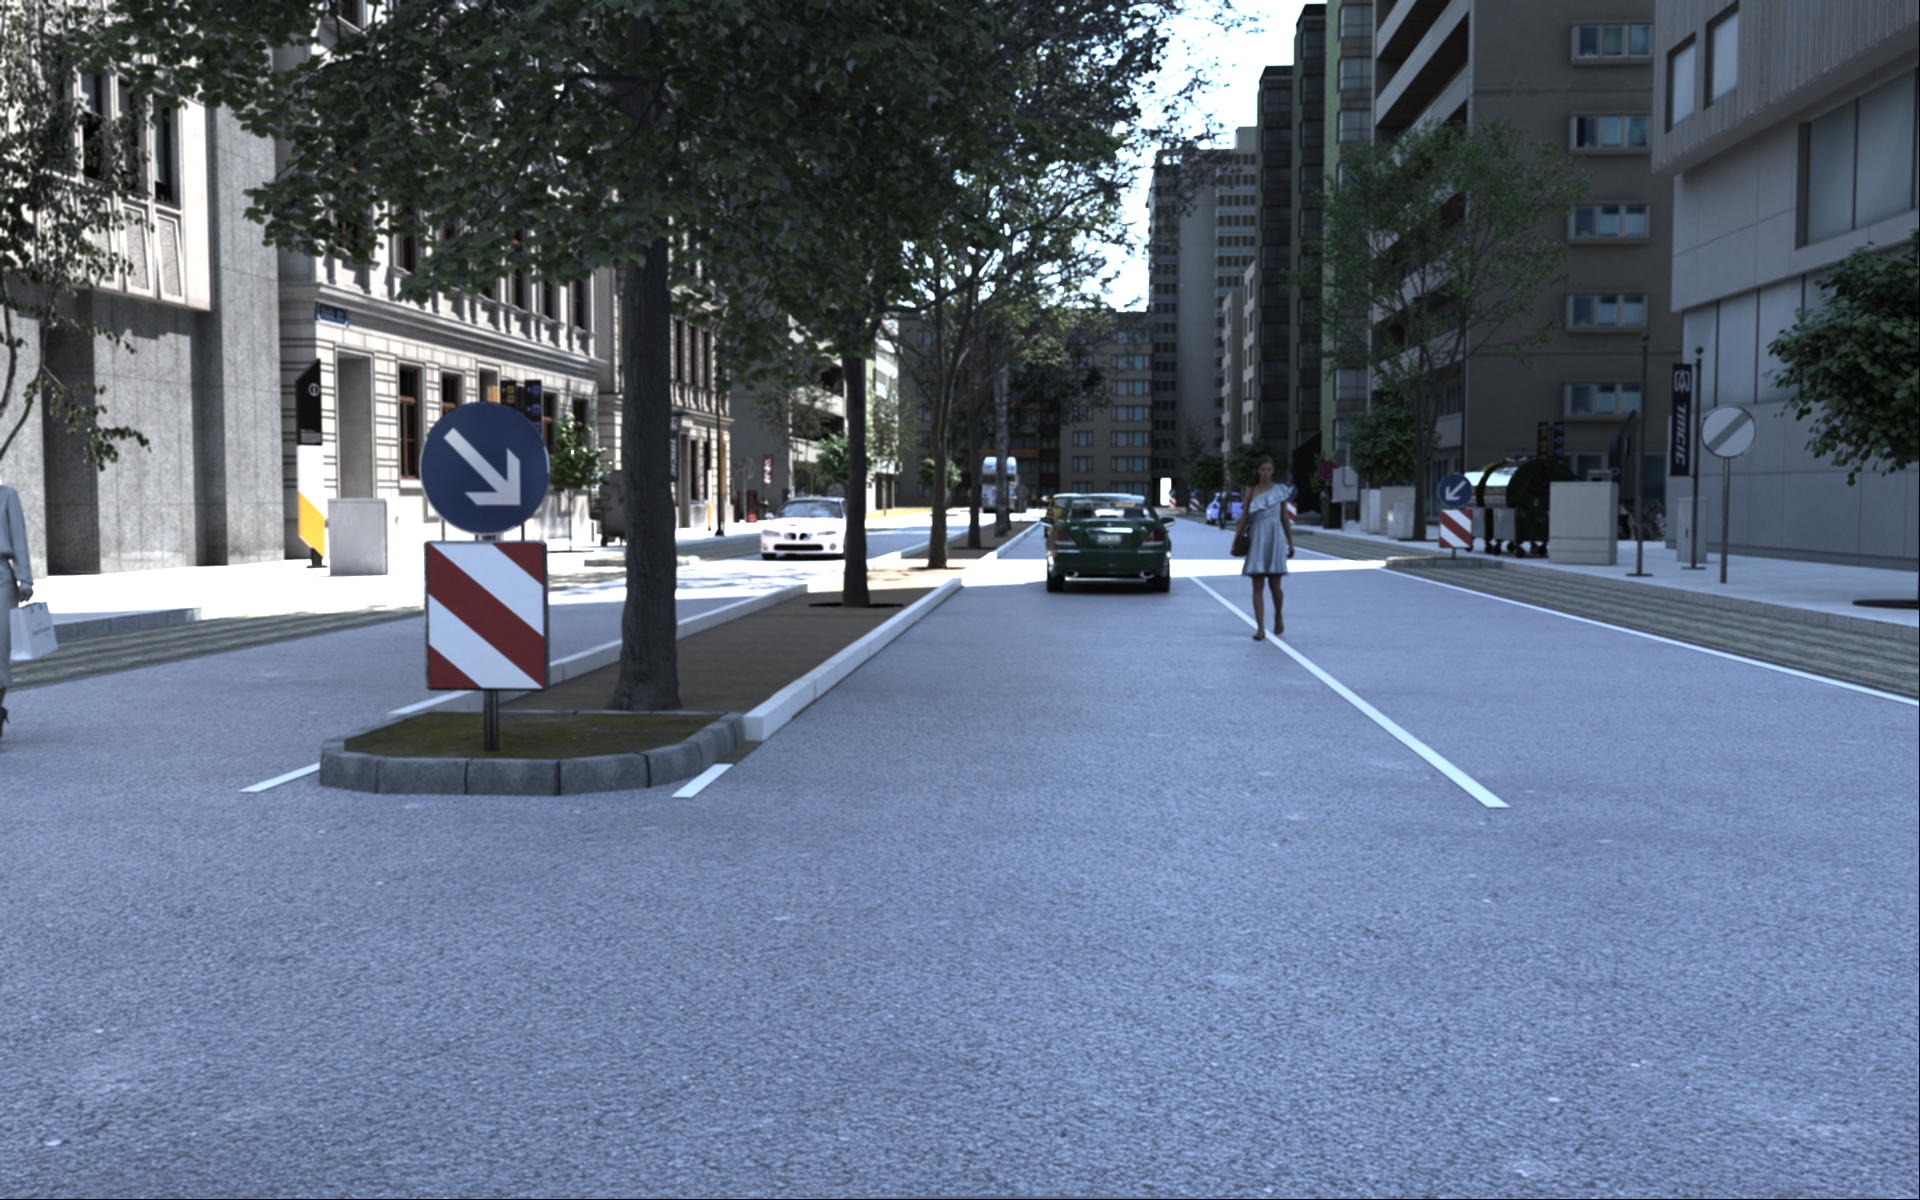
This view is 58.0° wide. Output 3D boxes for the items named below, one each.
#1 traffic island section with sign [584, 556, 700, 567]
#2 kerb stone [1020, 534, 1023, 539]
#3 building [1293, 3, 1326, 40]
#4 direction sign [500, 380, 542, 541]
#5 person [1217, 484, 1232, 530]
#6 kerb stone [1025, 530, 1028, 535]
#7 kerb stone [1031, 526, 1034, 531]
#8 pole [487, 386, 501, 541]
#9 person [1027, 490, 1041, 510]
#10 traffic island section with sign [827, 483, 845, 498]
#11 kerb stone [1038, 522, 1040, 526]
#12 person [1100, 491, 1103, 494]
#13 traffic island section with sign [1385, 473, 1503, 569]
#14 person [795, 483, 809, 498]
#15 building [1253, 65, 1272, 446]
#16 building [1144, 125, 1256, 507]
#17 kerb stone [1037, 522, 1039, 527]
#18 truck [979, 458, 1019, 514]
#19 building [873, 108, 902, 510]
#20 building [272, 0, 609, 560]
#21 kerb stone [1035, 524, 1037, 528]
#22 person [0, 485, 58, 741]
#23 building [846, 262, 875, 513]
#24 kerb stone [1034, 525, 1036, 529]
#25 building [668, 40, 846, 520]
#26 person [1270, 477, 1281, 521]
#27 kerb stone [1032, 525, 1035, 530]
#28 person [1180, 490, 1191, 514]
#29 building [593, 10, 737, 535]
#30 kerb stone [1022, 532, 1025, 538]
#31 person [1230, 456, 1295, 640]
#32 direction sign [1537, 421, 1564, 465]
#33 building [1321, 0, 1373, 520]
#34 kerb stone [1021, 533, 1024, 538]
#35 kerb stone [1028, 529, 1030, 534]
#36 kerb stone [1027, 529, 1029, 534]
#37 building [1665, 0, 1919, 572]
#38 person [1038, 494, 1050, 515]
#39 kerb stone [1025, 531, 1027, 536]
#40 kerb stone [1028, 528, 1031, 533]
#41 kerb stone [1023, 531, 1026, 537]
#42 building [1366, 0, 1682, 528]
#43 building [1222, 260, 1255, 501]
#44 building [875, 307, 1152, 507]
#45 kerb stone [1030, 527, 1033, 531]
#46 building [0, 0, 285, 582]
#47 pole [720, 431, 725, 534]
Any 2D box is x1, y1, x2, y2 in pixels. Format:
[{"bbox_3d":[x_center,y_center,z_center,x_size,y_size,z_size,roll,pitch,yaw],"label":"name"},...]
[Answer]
[{"bbox_3d":[-6.309,-1.596,34.718,1.989,1.847,2.006,0,4,4],"label":"traffic island section with sign"},{"bbox_3d":[1.757,-1.850,52.449,0.120,0.150,1.000,0,4,4],"label":"kerb stone"},{"bbox_3d":[27.021,-20.429,105.717,14.160,30.474,14.107,0,4,4],"label":"building"},{"bbox_3d":[-8.705,-2.594,34.414,0.876,3.537,0.379,1,4,11],"label":"direction sign"},{"bbox_3d":[10.624,-3.737,69.567,0.622,1.834,0.822,1,4,19],"label":"person"},{"bbox_3d":[2.114,-2.163,57.572,0.120,0.150,1.000,0,4,4],"label":"kerb stone"},{"bbox_3d":[2.542,-2.539,63.715,0.120,0.150,1.000,0,4,4],"label":"kerb stone"},{"bbox_3d":[-8.823,-2.383,32.800,0.158,3.312,0.155,0,3,0],"label":"pole"},{"bbox_3d":[6.789,-9.195,158.926,1.348,1.812,0.705,0,4,-1],"label":"person"},{"bbox_3d":[-4.427,-3.247,61.719,1.989,1.847,2.006,0,4,4],"label":"traffic island section with sign"},{"bbox_3d":[3.187,-3.102,72.917,0.120,0.150,1.000,0,4,4],"label":"kerb stone"},{"bbox_3d":[12.623,-8.966,155.915,0.721,1.723,1.217,-1,4,-22],"label":"person"},{"bbox_3d":[9.457,-1.554,34.037,1.989,1.847,2.006,0,4,4],"label":"traffic island section with sign"},{"bbox_3d":[-5.271,-3.011,58.006,0.850,1.792,0.678,3,4,38],"label":"person"},{"bbox_3d":[27.265,-21.299,119.944,14.160,30.474,14.107,0,4,4],"label":"building"},{"bbox_3d":[32.043,-30.166,185.096,23.993,40.220,32.217,0,4,4],"label":"building"},{"bbox_3d":[3.106,-3.040,71.896,0.120,0.150,1.000,0,4,4],"label":"kerb stone"},{"bbox_3d":[3.303,-8.807,133.756,2.967,4.110,18.799,0,4,3],"label":"truck"},{"bbox_3d":[-17.303,-27.613,143.350,23.993,40.220,32.217,0,4,4],"label":"building"},{"bbox_3d":[-16.798,-12.664,43.208,11.583,22.565,21.152,0,4,4],"label":"building"},{"bbox_3d":[2.899,-2.852,68.831,0.120,0.150,1.000,0,4,4],"label":"kerb stone"},{"bbox_3d":[-5.443,-0.054,9.734,0.694,1.780,0.624,0,4,5],"label":"person"},{"bbox_3d":[-13.433,-26.343,114.302,14.154,41.232,14.086,0,4,4],"label":"building"},{"bbox_3d":[2.755,-2.727,66.781,0.120,0.150,1.000,0,4,4],"label":"kerb stone"},{"bbox_3d":[-18.388,-28.894,96.116,21.300,48.544,21.600,0,4,4],"label":"building"},{"bbox_3d":[7.135,-1.907,39.704,0.581,1.822,0.654,2,4,24],"label":"person"},{"bbox_3d":[2.683,-2.664,65.760,0.120,0.150,1.000,0,4,4],"label":"kerb stone"},{"bbox_3d":[15.346,-6.565,116.560,1.217,1.735,0.721,-2,4,-27],"label":"person"},{"bbox_3d":[-14.823,-12.158,63.406,10.561,19.102,19.286,0,4,4],"label":"building"},{"bbox_3d":[1.902,-1.975,54.489,0.120,0.150,1.000,0,4,4],"label":"kerb stone"},{"bbox_3d":[3.019,-0.530,17.258,0.616,1.811,0.778,1,4,22],"label":"person"},{"bbox_3d":[18.459,-3.805,54.202,0.379,3.537,0.876,-3,5,-44],"label":"direction sign"},{"bbox_3d":[26.114,-24.932,91.226,14.154,41.232,14.086,0,4,4],"label":"building"},{"bbox_3d":[1.824,-1.913,53.469,0.120,0.150,1.000,0,4,4],"label":"kerb stone"},{"bbox_3d":[2.252,-2.287,59.627,0.120,0.150,1.000,0,4,4],"label":"kerb stone"},{"bbox_3d":[2.184,-2.227,58.601,0.120,0.150,1.000,0,4,4],"label":"kerb stone"},{"bbox_3d":[27.861,-26.621,24.486,27.495,52.752,28.713,0,4,4],"label":"building"},{"bbox_3d":[5.839,-6.637,120.198,0.799,1.438,0.628,-2,4,-33],"label":"person"},{"bbox_3d":[2.043,-2.101,56.540,0.120,0.150,1.000,0,4,4],"label":"kerb stone"},{"bbox_3d":[2.329,-2.352,60.647,0.120,0.150,1.000,0,4,4],"label":"kerb stone"},{"bbox_3d":[1.971,-2.038,55.513,0.120,0.150,1.000,0,4,4],"label":"kerb stone"},{"bbox_3d":[28.836,-27.184,68.168,21.300,48.544,21.600,0,4,4],"label":"building"},{"bbox_3d":[36.464,-18.107,141.094,27.650,21.520,28.899,0,4,4],"label":"building"},{"bbox_3d":[5.390,-20.784,184.853,28.899,21.520,27.650,0,4,4],"label":"building"},{"bbox_3d":[2.477,-2.476,62.695,0.120,0.150,1.000,0,4,4],"label":"kerb stone"},{"bbox_3d":[-19.496,-12.514,22.627,12.078,24.808,19.932,0,4,4],"label":"building"},{"bbox_3d":[-7.706,-3.801,55.992,0.158,3.312,0.155,0,3,0],"label":"pole"}]
